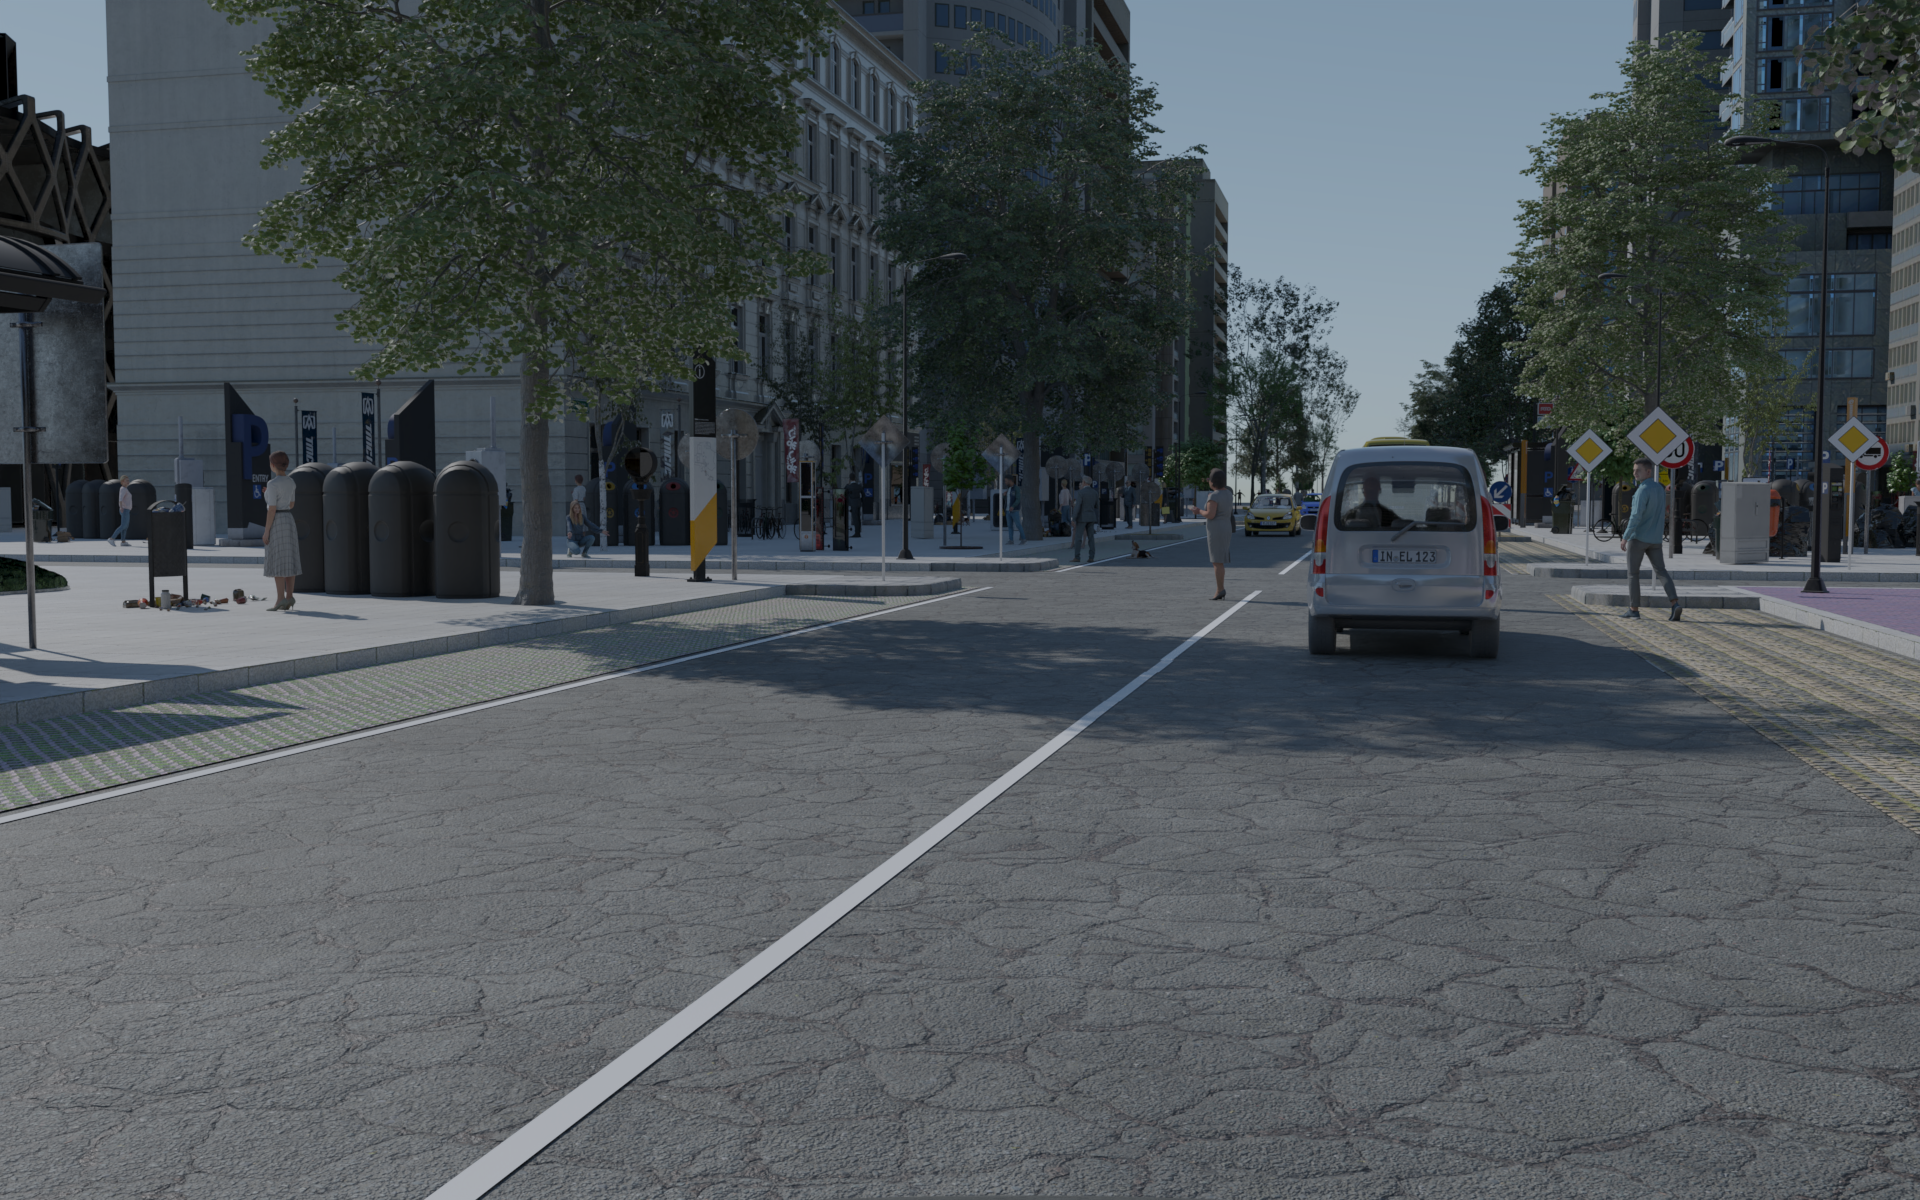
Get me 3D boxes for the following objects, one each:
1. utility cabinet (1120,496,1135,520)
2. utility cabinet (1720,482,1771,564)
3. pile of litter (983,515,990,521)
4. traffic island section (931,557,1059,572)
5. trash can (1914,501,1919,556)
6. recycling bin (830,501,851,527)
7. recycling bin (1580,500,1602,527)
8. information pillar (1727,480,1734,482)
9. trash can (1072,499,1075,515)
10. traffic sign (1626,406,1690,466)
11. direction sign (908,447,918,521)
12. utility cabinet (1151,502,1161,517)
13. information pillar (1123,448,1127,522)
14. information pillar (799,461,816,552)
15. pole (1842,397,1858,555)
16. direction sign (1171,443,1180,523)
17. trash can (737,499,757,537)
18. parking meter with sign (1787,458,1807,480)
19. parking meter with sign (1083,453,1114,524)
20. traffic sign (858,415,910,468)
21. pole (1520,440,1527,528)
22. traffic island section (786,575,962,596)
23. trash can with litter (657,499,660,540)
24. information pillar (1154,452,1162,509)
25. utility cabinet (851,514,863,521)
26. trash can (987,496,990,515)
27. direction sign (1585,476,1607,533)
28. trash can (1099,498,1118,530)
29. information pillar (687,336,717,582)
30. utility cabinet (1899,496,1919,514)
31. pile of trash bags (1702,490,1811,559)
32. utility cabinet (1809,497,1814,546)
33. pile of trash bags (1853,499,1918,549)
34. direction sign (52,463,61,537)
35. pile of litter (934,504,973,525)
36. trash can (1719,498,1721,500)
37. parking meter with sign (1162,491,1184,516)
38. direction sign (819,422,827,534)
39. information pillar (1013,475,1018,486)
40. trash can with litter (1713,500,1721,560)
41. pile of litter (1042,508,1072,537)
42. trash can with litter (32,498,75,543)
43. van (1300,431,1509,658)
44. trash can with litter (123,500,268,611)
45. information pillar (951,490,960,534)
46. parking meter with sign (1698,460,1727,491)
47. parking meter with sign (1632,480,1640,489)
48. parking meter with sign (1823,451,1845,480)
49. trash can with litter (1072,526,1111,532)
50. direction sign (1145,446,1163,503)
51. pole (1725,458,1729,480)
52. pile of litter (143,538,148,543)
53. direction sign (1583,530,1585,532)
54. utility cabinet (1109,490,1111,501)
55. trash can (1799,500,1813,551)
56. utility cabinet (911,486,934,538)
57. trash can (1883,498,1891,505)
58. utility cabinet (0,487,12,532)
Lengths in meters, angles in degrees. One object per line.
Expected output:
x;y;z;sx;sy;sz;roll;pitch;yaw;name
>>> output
8.214;-4.503;84.789;0.306;1.237;1.020;3;4;37;utility cabinet
14.409;-1.411;31.747;1.173;1.500;0.318;-3;4;-37;utility cabinet
1.621;-4.303;84.320;1.176;0.858;1.719;2;4;27;pile of litter
0.752;-0.676;33.340;2.009;0.180;2.903;1;4;14;traffic island section
19.137;-1.368;34.022;0.748;1.137;0.748;0;3;0;trash can
-4.637;-3.342;67.194;0.722;1.027;0.722;0;4;7;recycling bin
24.818;-3.393;68.036;0.722;1.027;0.722;2;4;33;recycling bin
40.666;-5.323;91.515;0.304;2.012;0.304;1;4;12;information pillar
6.464;-5.112;95.238;0.748;1.137;0.748;0;3;0;trash can
9.241;-1.269;22.940;0.795;2.593;0.064;1;4;14;traffic sign
-2.370;-5.559;82.884;0.876;3.537;0.379;-2;4;-35;direction sign
10.764;-5.286;95.100;0.318;1.500;1.173;1;4;20;utility cabinet
7.688;-5.444;80.368;0.183;3.616;0.504;0;4;1;information pillar
-3.382;-2.078;38.468;0.304;2.012;0.304;1;4;9;information pillar
18.861;-2.621;36.692;0.158;3.312;0.155;0;3;0;pole
9.562;-5.178;76.652;0.379;3.537;0.876;1;4;11;direction sign
-6.426;-2.451;51.726;0.748;1.137;0.748;0;3;0;trash can
41.195;-5.386;84.314;1.738;3.016;0.543;0;4;-6;parking meter with sign
6.005;-4.785;74.501;0.543;3.016;1.738;3;4;39;parking meter with sign
-1.138;-1.427;25.514;0.795;2.593;0.064;1;4;14;traffic sign
21.347;-4.387;65.575;0.158;3.312;0.155;0;3;0;pole
-1.163;-0.202;25.587;2.009;0.180;2.903;1;4;14;traffic island section
-7.876;-2.206;47.463;0.624;1.170;1.055;-3;4;-37;trash can with litter
10.569;-6.190;92.565;0.504;3.616;0.183;1;4;13;information pillar
-4.489;-4.128;76.176;0.318;1.500;1.173;-1;4;-18;utility cabinet
1.988;-5.595;103.135;0.748;1.137;0.748;0;3;0;trash can
21.001;-3.946;56.519;0.379;3.537;0.876;-2;4;-33;direction sign
5.350;-3.118;62.632;0.748;1.137;0.748;0;3;0;trash can
-3.764;-2.077;25.307;0.183;3.616;0.504;2;4;35;information pillar
32.003;-2.868;58.058;1.020;1.237;0.306;-1;4;-9;utility cabinet
16.419;-1.577;35.543;1.912;1.369;3.447;1;4;18;pile of trash bags
20.049;-1.790;40.432;0.306;1.237;1.020;1;4;15;utility cabinet
23.105;-1.914;41.039;3.447;1.369;1.912;1;4;20;pile of trash bags
-27.289;-3.691;52.338;0.379;3.537;0.876;-1;4;-13;direction sign
-0.391;-3.559;72.155;1.719;0.858;1.176;-1;4;-12;pile of litter
27.989;-3.146;63.095;0.748;1.137;0.748;0;3;0;trash can
11.969;-6.295;99.179;1.738;3.016;0.543;-1;4;-18;parking meter with sign
-4.405;-3.853;54.997;0.379;3.537;0.876;0;4;3;direction sign
1.984;-3.728;65.437;0.304;2.012;0.304;-1;4;-19;information pillar
14.958;-1.339;33.274;0.624;1.170;1.055;0;4;-7;trash can with litter
2.639;-2.321;51.912;1.719;0.858;1.176;-2;4;-26;pile of litter
-24.135;-2.119;46.026;1.055;1.170;0.624;-1;4;-17;trash can with litter
4.256;-0.589;16.641;2.013;2.044;4.112;1;4;14;van
-8.811;-0.553;20.106;1.678;1.210;2.233;1;4;20;trash can with litter
-0.106;-3.925;55.531;0.183;3.616;0.504;-2;4;-26;information pillar
41.654;-6.119;96.301;1.738;3.016;0.543;-2;4;-25;parking meter with sign
24.107;-3.983;61.380;0.543;3.016;1.738;2;4;28;parking meter with sign
34.691;-4.421;68.538;0.543;3.016;1.738;-1;4;-11;parking meter with sign
4.375;-2.932;58.997;1.678;1.210;2.233;0;4;-4;trash can with litter
9.173;-5.501;81.943;0.876;3.537;0.379;0;4;5;direction sign
43.005;-6.321;97.193;0.158;3.312;0.155;0;3;0;pole
-21.003;-1.953;45.893;1.176;0.858;1.719;1;4;21;pile of litter
21.336;-4.075;58.617;0.379;3.537;0.876;1;4;19;direction sign
7.972;-5.452;97.817;1.173;1.500;0.318;3;5;42;utility cabinet
19.290;-1.674;39.024;0.748;1.137;0.748;0;3;0;trash can
-1.082;-2.524;49.945;0.318;1.500;1.173;-1;4;-20;utility cabinet
38.128;-3.637;71.122;0.748;1.137;0.748;0;3;0;trash can
-32.303;-3.000;57.736;1.173;1.500;0.318;-2;4;-31;utility cabinet
